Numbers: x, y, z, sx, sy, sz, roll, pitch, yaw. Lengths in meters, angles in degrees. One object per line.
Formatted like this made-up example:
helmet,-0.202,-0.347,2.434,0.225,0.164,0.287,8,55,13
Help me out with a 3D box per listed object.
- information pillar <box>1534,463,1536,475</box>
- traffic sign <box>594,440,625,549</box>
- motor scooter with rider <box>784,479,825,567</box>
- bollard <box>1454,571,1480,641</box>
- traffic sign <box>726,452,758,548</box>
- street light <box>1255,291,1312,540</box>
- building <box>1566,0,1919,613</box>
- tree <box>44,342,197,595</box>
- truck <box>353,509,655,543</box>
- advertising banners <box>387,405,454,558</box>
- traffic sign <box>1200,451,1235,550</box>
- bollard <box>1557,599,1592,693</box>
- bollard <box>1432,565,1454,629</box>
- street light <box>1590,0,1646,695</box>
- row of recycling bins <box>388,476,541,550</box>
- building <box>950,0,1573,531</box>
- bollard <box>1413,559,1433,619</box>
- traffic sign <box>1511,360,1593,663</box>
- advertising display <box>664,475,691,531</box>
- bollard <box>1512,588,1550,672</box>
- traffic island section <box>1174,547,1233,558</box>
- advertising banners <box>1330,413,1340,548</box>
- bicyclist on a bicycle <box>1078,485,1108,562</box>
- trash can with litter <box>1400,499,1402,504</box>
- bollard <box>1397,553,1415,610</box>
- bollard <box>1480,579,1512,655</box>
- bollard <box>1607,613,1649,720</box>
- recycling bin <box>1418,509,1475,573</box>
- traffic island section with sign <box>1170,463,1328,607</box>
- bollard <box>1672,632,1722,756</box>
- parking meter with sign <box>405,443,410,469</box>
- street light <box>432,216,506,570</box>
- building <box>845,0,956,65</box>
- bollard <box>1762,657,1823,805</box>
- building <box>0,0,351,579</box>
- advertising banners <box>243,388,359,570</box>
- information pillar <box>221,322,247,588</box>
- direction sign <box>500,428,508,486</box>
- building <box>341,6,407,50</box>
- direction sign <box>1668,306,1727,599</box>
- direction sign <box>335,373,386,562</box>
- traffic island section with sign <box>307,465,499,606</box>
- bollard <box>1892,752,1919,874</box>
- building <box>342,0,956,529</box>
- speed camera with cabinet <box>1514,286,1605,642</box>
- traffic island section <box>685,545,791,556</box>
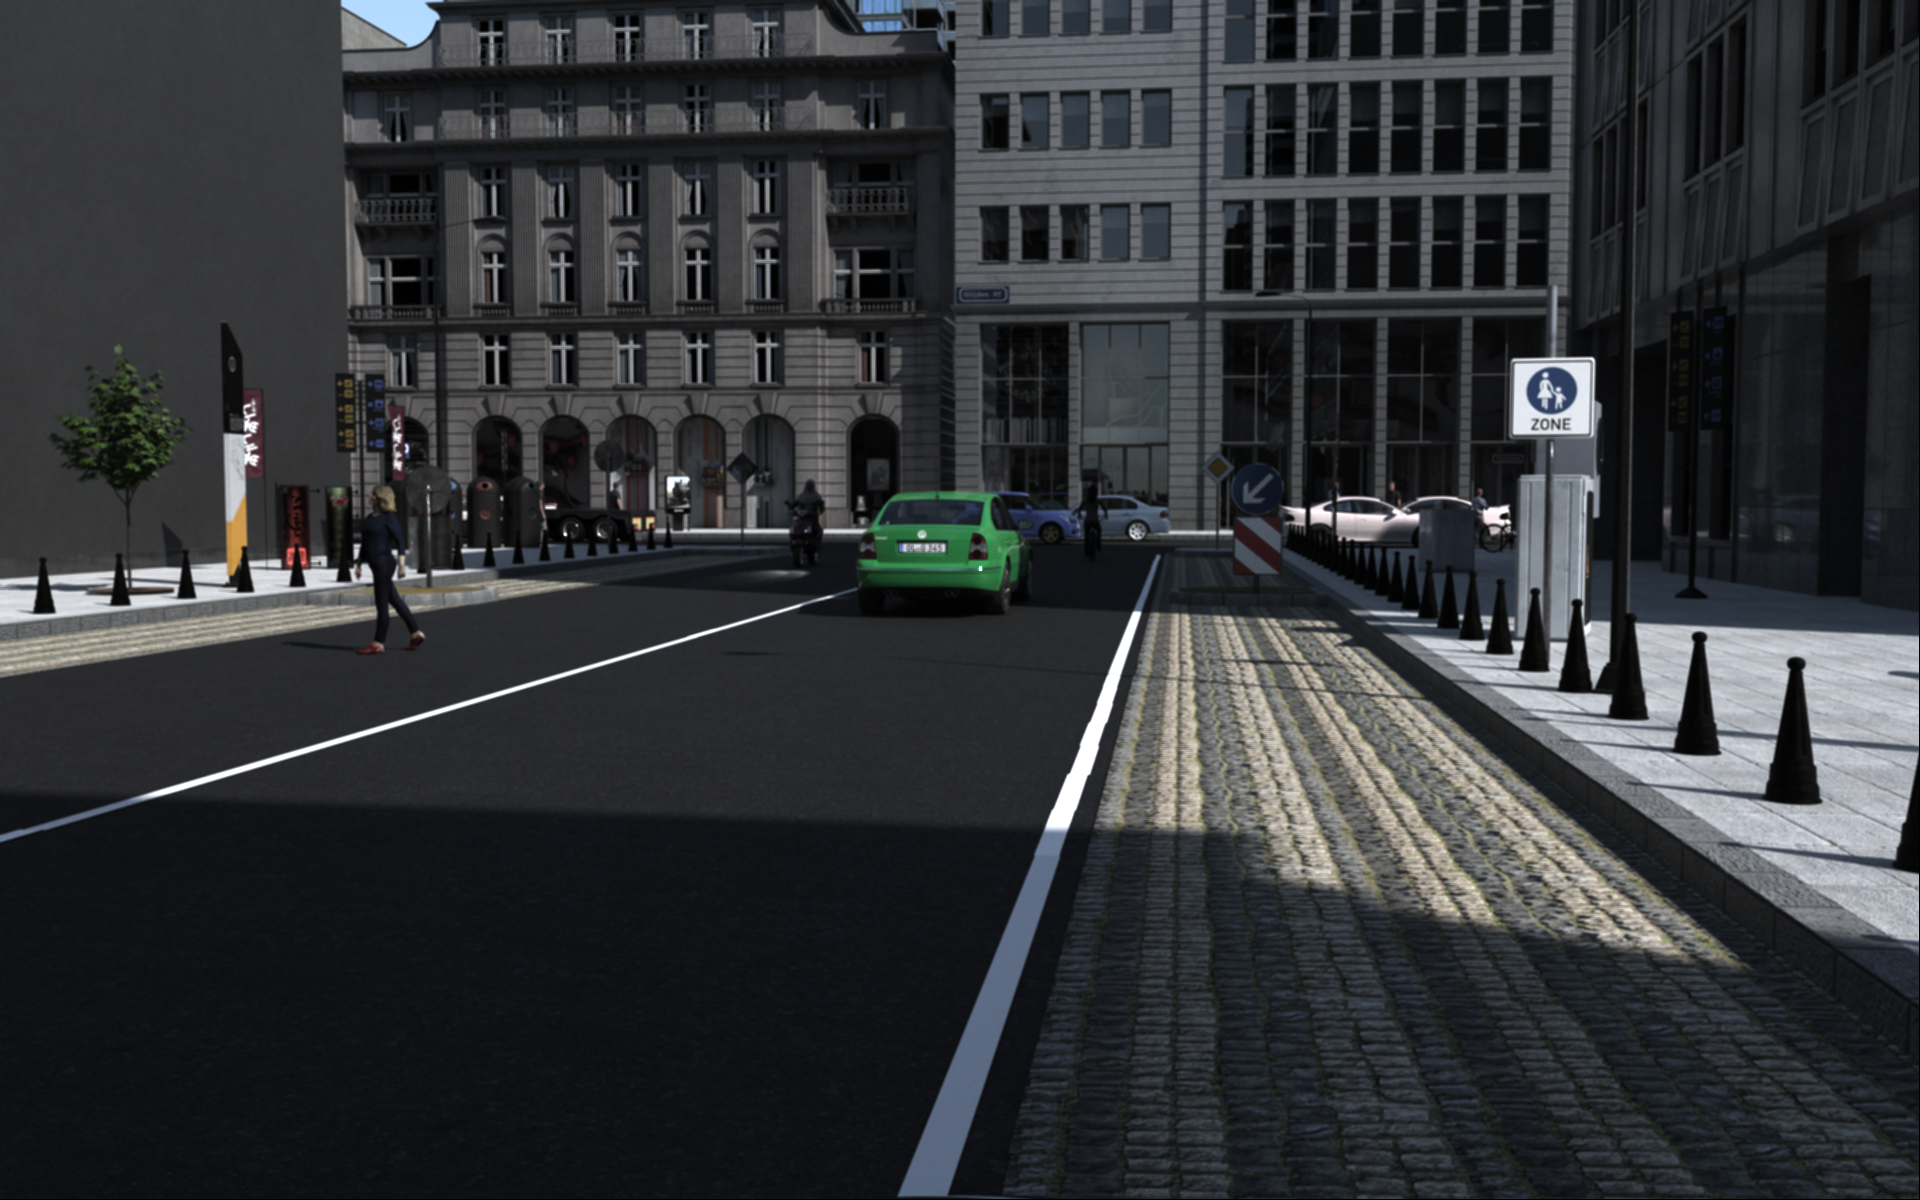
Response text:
information pillar,31.419,-6.291,94.218,0.504,3.616,0.183,-2,4,-24
traffic sign,-8.233,-2.477,40.613,0.768,2.556,0.104,1,4,13
motor scooter with rider,-3.100,-1.565,34.560,0.876,1.779,1.986,0,4,6
bollard,4.510,0.049,15.245,0.229,0.601,0.229,0,3,0
traffic sign,-5.209,-2.310,41.411,0.795,2.450,0.064,0,4,7
street light,7.458,-4.110,39.733,1.470,5.913,1.316,0,4,7
building,16.719,-12.552,23.244,12.078,24.808,19.932,0,4,7
tree,-10.873,-1.693,22.290,1.663,3.219,1.824,0,3,0
truck,-18.703,-3.832,52.417,18.799,4.110,2.967,0,4,6
advertising banners,-10.918,-2.379,35.084,0.090,3.025,2.074,1,4,19
traffic sign,5.943,-2.222,39.974,0.795,2.450,0.064,0,4,7
bollard,4.001,0.294,11.241,0.229,0.601,0.229,0,3,0
bollard,4.680,-0.033,16.573,0.229,0.601,0.229,0,3,0
street light,3.714,-2.357,11.075,1.470,5.913,1.316,0,4,7
row of recycling bins,-11.701,-2.063,40.837,3.534,1.692,1.069,-2,4,-30
building,15.122,-17.530,64.110,29.804,29.767,11.434,0,4,7
bollard,4.850,-0.114,17.911,0.229,0.601,0.229,0,3,0
traffic sign,4.456,-0.672,13.109,0.606,2.300,0.079,1,4,14
advertising display,-9.763,-3.346,59.915,0.974,1.923,0.123,-3,5,-40
bollard,4.170,0.212,12.570,0.229,0.601,0.229,0,3,0
traffic island section,5.967,-1.087,40.048,2.009,0.180,2.903,0,4,7
advertising banners,8.307,-2.579,38.352,0.090,3.025,2.074,1,4,10
bicyclist on a bicycle,2.837,-1.657,37.115,1.499,1.676,1.625,1,4,9
trash can with litter,14.112,-2.818,57.134,1.678,1.210,2.233,-2,4,-34
bollard,5.020,-0.197,19.257,0.229,0.601,0.229,0,3,0
bollard,4.341,0.130,13.917,0.229,0.601,0.229,0,3,0
bollard,3.829,0.375,9.908,0.229,0.601,0.229,0,3,0
recycling bin,8.036,-0.982,28.604,0.722,1.027,0.722,0,4,-4
traffic island section with sign,3.786,-0.872,22.884,1.989,1.847,2.006,0,4,7
bollard,3.656,0.456,8.580,0.229,0.601,0.229,0,3,0
parking meter with sign,-18.090,-3.823,58.773,1.738,3.016,0.543,1,4,13
street light,-8.261,-3.460,29.113,1.470,5.913,1.316,0,4,7
building,-8.709,-50.857,144.181,22.319,86.520,31.000,0,4,7
bollard,3.488,0.538,7.240,0.229,0.601,0.229,0,3,0
building,-25.504,-14.610,32.382,24.014,27.812,14.314,0,4,7
advertising banners,-11.205,-2.021,29.227,2.074,3.025,0.090,-3,5,-40
information pillar,-10.004,-1.989,23.871,0.183,3.616,0.504,0,4,1
direction sign,-15.840,-4.173,60.224,0.379,3.537,0.876,0,4,-2
building,-32.449,-13.162,69.956,16.860,20.320,10.420,0,4,7
direction sign,9.049,-1.794,21.328,0.379,3.537,0.876,-1,4,-21
direction sign,-11.258,-2.483,32.598,0.876,3.537,0.379,-1,4,-13
traffic island section with sign,-7.252,-0.875,22.940,1.989,1.847,2.006,0,4,7
bollard,3.320,0.620,5.911,0.229,0.601,0.229,0,3,0
building,-11.407,-13.908,69.192,24.055,21.916,13.314,0,4,7
speed camera with cabinet,5.517,-1.316,15.850,0.660,3.252,2.038,2,4,24
traffic island section,-5.233,-1.174,41.476,2.009,0.180,2.903,0,4,7
